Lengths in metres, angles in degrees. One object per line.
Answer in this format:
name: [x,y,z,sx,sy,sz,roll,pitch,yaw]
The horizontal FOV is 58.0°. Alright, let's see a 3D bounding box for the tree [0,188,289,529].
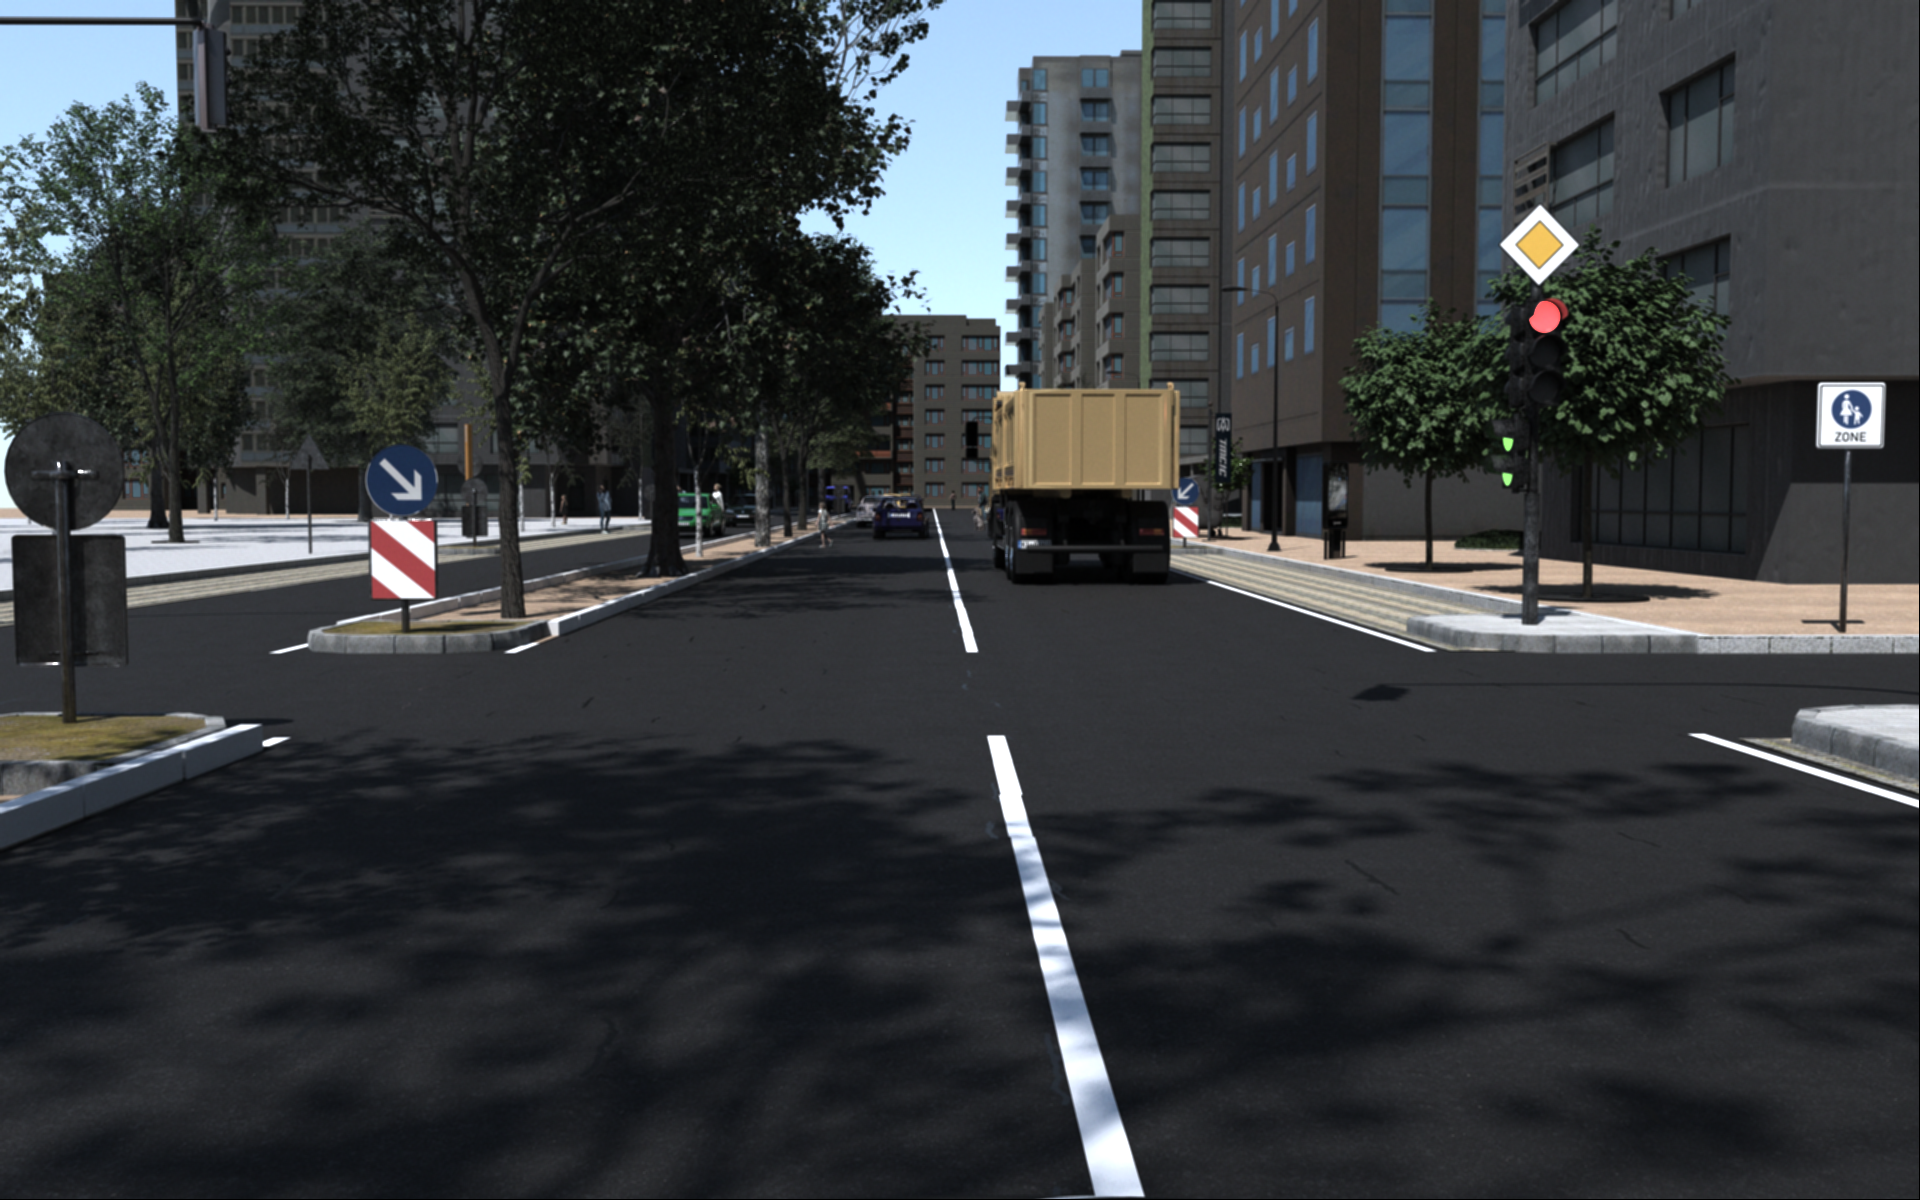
tree: [-30.063,-9.021,64.507,9.611,12.733,9.660,0,3,0]

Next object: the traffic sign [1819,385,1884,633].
traffic sign: [8.178,-0.847,15.978,0.606,2.300,0.079,0,4,1]

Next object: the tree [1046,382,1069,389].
tree: [6.604,-10.003,113.910,4.737,8.622,4.395,0,3,0]

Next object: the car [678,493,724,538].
car: [-9.008,-3.011,58.019,1.959,1.807,4.718,0,4,-1]

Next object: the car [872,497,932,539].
car: [-1.899,-2.677,56.357,1.945,1.354,3.894,0,4,1]

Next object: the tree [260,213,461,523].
tree: [-26.902,-10.465,77.752,9.857,13.997,8.962,0,3,0]

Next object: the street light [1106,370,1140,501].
street light: [6.192,-5.669,65.232,1.470,5.913,1.316,0,4,-1]

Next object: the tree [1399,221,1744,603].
tree: [7.670,-2.287,21.104,4.285,4.588,4.351,0,3,0]

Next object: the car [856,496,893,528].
car: [-3.502,-3.850,75.307,2.083,1.381,4.827,0,3,0]

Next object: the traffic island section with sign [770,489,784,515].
traffic island section with sign: [-13.070,-6.720,118.493,1.989,1.847,2.006,0,4,-1]

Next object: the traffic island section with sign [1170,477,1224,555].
traffic island section with sign: [5.205,-2.021,41.668,1.989,1.847,2.006,0,4,-1]

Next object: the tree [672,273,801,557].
tree: [-5.852,-5.252,38.683,4.737,8.622,4.395,0,3,0]

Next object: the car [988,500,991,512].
car: [3.254,-7.656,137.750,1.945,1.354,3.894,0,4,-2]

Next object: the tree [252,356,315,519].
tree: [-34.808,-8.516,89.593,4.360,8.622,3.978,0,3,0]

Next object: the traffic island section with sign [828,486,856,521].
traffic island section with sign: [-6.435,-5.107,91.639,2.006,1.907,1.989,0,4,-1]

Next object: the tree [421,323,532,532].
tree: [-15.155,-6.633,58.820,4.737,8.622,4.395,0,3,0]

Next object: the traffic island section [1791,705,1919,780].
traffic island section: [5.766,0.809,9.054,2.009,0.180,2.903,0,4,-1]

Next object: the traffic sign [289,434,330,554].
traffic sign: [-13.998,-2.278,37.251,0.884,2.594,0.081,0,4,2]

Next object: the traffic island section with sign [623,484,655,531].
traffic island section with sign: [-12.190,-3.661,68.477,1.989,1.847,2.006,0,4,-1]

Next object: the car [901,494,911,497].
car: [-5.302,-9.630,167.671,2.015,1.641,3.980,0,4,-1]

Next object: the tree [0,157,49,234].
tree: [-20.946,-5.259,36.340,4.737,8.622,4.395,0,3,0]

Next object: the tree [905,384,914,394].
tree: [-5.689,-7.383,57.574,8.767,10.594,7.601,0,4,-1]

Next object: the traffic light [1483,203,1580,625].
traffic light: [5.586,-1.713,16.924,0.839,4.253,0.868,0,4,-1]

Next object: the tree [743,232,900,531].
tree: [-6.054,-8.499,67.173,9.928,11.665,9.643,0,3,0]

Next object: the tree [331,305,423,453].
tree: [-21.373,-7.053,65.683,4.737,8.622,4.395,0,3,0]

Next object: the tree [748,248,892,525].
tree: [-6.341,-9.634,78.096,7.486,12.596,7.792,0,3,0]

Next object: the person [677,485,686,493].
person: [-10.813,-3.578,67.269,0.793,1.790,0.793,2,4,35]

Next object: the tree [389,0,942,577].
tree: [-5.134,-6.755,29.916,9.611,12.733,9.660,0,3,0]

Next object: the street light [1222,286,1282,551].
street light: [6.529,-4.052,38.789,1.470,5.913,1.316,0,4,-1]

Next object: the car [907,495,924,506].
car: [-4.254,-8.949,158.897,1.945,1.354,3.894,0,4,-1]

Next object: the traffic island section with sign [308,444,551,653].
traffic island section with sign: [-5.116,-0.512,16.512,2.006,1.907,1.989,0,4,-1]

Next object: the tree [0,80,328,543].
tree: [-20.744,-7.299,45.089,9.928,11.665,9.643,0,3,0]

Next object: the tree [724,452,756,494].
tree: [-16.426,-9.110,132.658,4.285,4.588,4.351,0,3,0]

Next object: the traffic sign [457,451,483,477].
traffic sign: [-14.493,-3.127,51.235,0.768,2.556,0.104,0,4,3]

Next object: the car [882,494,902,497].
car: [-4.139,-5.846,105.812,2.015,1.641,3.980,0,3,0]

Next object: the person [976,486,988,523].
person: [1.042,-4.718,85.628,0.713,1.824,0.794,0,4,5]

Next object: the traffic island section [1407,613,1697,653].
traffic island section: [5.627,0.321,17.038,2.009,0.180,2.903,0,4,-1]

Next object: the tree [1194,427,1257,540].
tree: [7.610,-3.328,49.007,1.663,3.219,1.824,0,3,0]

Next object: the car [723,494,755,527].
car: [-9.360,-4.058,76.134,2.009,1.686,4.222,0,4,-2]

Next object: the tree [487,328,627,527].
tree: [-15.797,-7.102,66.479,4.360,8.622,3.978,0,3,0]

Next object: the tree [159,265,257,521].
tree: [-25.695,-6.491,56.496,4.737,8.622,4.395,0,3,0]

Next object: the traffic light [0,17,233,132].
traffic light: [-9.482,-2.570,16.681,4.771,5.953,1.251,0,4,-1]

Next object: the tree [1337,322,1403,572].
tree: [7.879,-2.761,28.856,4.285,4.588,4.351,0,3,0]

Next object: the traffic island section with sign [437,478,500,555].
traffic island section with sign: [-11.729,-2.012,41.526,1.989,1.847,2.006,0,4,-1]

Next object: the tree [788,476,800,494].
tree: [-16.404,-10.666,168.992,1.663,3.219,1.824,0,3,0]

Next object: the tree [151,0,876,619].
tree: [-5.118,-5.080,19.933,8.767,10.594,7.601,0,4,-1]

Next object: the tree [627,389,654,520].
tree: [-15.811,-8.186,84.209,4.360,8.622,3.978,0,3,0]

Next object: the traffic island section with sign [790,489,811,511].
traffic island section with sign: [-13.532,-8.368,145.444,1.989,1.847,2.006,0,4,-1]

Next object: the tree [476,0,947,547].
tree: [-6.567,-11.543,47.078,12.611,20.169,13.585,0,3,0]

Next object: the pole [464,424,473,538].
pole: [-14.327,-3.468,50.547,0.158,3.312,0.155,0,3,0]

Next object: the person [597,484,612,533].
person: [-12.893,-3.304,62.782,0.793,1.790,0.793,0,4,6]

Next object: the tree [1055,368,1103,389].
tree: [6.545,-9.167,100.237,4.360,8.622,3.978,0,3,0]

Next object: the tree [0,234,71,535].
tree: [-27.594,-6.220,52.062,4.737,8.622,4.395,0,3,0]

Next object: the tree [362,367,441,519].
tree: [-29.016,-8.457,88.630,4.360,8.622,3.978,0,3,0]

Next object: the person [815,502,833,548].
person: [-3.648,-2.011,46.394,0.382,1.210,0.505,2,4,35]

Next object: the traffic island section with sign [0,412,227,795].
traffic island section with sign: [-4.997,-0.059,9.106,2.006,1.907,1.989,0,4,-1]

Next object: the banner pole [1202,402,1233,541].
banner pole: [7.008,-3.493,47.126,0.863,3.779,0.401,-1,4,-15]
